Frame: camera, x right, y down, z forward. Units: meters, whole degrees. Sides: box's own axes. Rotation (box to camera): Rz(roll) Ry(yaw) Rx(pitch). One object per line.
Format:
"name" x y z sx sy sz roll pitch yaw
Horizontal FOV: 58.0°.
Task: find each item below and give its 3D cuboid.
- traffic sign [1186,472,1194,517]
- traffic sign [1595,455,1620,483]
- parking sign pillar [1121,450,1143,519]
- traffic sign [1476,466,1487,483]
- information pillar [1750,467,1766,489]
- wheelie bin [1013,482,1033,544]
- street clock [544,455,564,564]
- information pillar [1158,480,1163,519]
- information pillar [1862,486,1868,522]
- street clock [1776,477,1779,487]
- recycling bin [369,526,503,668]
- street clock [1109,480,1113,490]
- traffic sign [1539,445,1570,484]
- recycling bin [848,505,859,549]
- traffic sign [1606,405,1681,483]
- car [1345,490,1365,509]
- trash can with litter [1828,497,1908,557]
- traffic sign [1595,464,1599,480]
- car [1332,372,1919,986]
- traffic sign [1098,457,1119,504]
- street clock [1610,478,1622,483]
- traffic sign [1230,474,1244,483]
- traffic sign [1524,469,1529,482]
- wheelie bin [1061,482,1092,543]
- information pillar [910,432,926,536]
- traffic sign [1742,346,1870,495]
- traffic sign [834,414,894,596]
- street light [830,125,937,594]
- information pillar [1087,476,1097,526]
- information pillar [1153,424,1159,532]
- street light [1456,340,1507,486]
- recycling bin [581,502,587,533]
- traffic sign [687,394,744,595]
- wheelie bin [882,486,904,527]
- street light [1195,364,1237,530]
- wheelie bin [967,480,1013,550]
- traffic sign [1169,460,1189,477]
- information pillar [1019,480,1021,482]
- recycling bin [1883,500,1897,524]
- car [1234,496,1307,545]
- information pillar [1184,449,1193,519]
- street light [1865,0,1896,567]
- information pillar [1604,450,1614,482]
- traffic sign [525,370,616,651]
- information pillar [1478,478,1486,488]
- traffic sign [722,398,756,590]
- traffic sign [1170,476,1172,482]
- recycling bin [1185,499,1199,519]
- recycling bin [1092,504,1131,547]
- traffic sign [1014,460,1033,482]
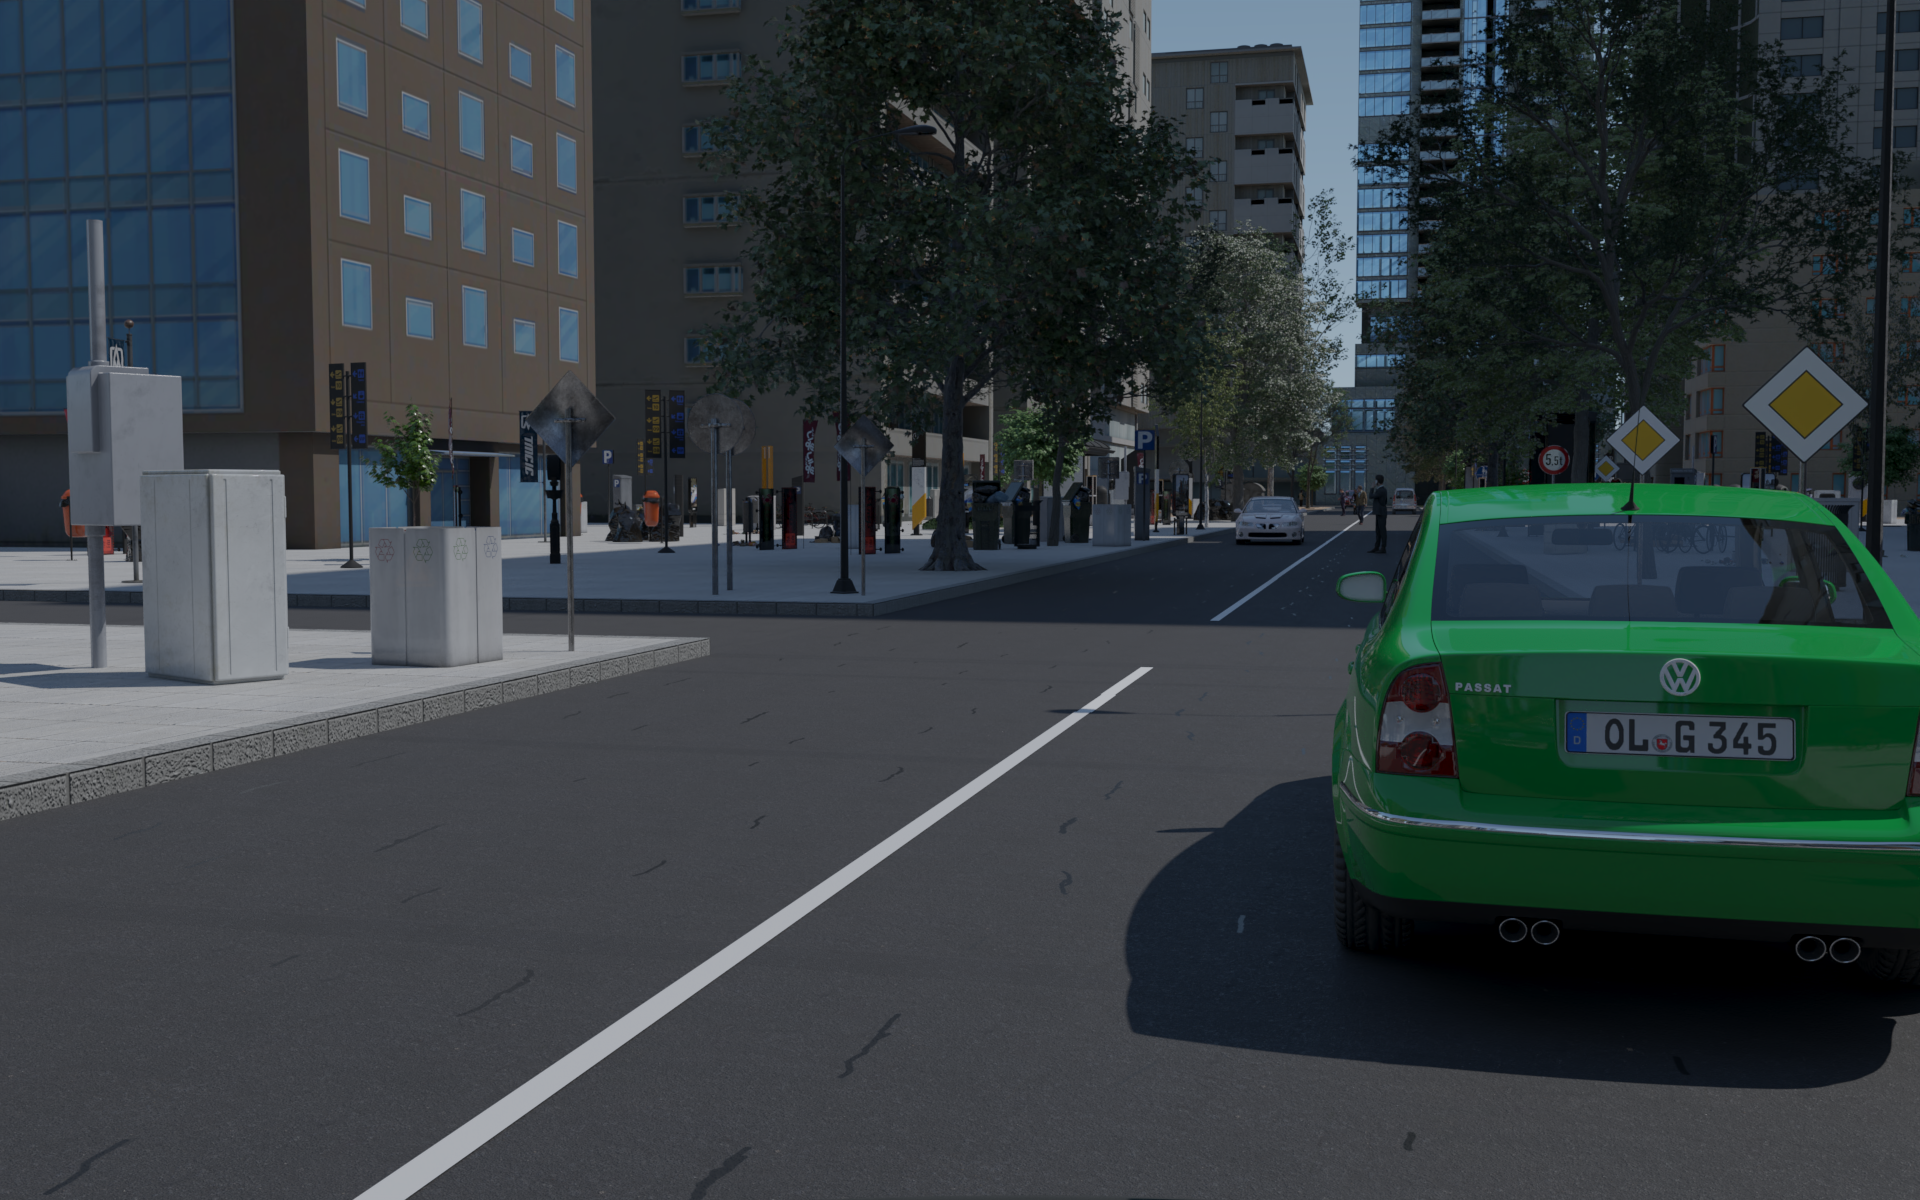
"traffic sign" 11.728 -5.475 89.620 0.768 2.556 0.104 1 4 17
"traffic sign" 19.195 -3.079 51.525 0.795 2.450 0.064 1 4 16
"parking sign pillar" 9.069 -6.242 90.534 1.447 3.967 1.447 1 4 13
"traffic sign" 23.684 -4.779 78.241 0.768 2.556 0.104 1 4 16
"information pillar" 21.851 -2.630 47.489 0.304 2.012 0.304 -3 5 -41
"wheelie bin" 1.464 -2.246 44.638 0.693 1.594 0.980 -2 4 -28
"street clock" -7.454 -1.668 31.840 0.358 2.002 0.471 -1 4 -9
"information pillar" 10.234 -5.162 88.883 0.304 2.012 0.304 -1 4 -11
"information pillar" 41.576 -5.384 79.376 0.183 3.616 0.504 -3 5 -43
"street clock" 33.088 -4.041 70.635 0.358 2.002 0.471 -3 4 -36
"recycling bin" -3.984 -0.039 13.195 0.722 1.027 0.722 1 4 21
"street clock" 7.669 -5.120 88.274 0.358 2.002 0.471 2 4 26
"traffic sign" 15.489 -2.759 45.215 0.768 2.556 0.104 1 4 18
"recycling bin" -2.405 -1.728 40.811 0.722 1.027 0.722 0 4 5
"traffic sign" 7.693 -0.974 19.567 0.795 2.450 0.064 1 4 14
"car" 37.327 -9.510 164.162 2.281 1.827 5.304 1 4 12
"trash can with litter" 18.335 -1.514 35.806 1.678 1.210 2.233 -3 5 -42
"traffic sign" 25.957 -4.358 71.366 0.768 2.556 0.104 1 4 16
"car" 2.395 0.137 6.561 1.959 1.807 4.718 1 4 15
"traffic sign" 4.097 -2.796 47.850 0.606 2.300 0.079 1 4 20
"street clock" 29.777 -4.529 78.616 0.471 2.002 0.358 3 4 38
"traffic sign" 14.521 -5.558 90.985 0.768 2.556 0.104 1 4 19
"traffic sign" 28.572 -5.354 87.641 0.768 2.556 0.104 1 4 23
"wheelie bin" 3.080 -2.303 45.563 0.693 1.594 0.980 -1 4 -17
"information pillar" -1.277 -3.798 53.457 0.504 3.616 0.183 2 4 32
"traffic sign" 5.740 -0.500 11.824 0.795 2.450 0.064 1 4 14
"traffic sign" -1.218 -1.112 21.827 0.795 2.450 0.064 1 4 14
"street light" -0.971 -3.029 22.071 1.470 5.913 1.316 1 4 14
"information pillar" 5.253 -3.958 69.199 0.304 2.012 0.304 2 4 34
"information pillar" 6.579 -4.071 57.921 0.183 3.616 0.504 0 4 -1
"street light" 15.758 -4.853 51.892 1.470 5.913 1.316 1 4 14
"recycling bin" -12.779 -2.723 57.076 0.722 1.027 0.722 2 4 24
"traffic sign" -3.116 -1.338 21.981 0.768 2.556 0.104 1 4 15
"wheelie bin" -2.581 -3.648 67.546 0.980 1.594 0.693 -3 5 -44
"street light" 9.212 -5.487 62.247 1.470 5.913 1.316 1 4 14
"wheelie bin" 0.632 -1.948 39.752 0.980 1.594 0.693 0 4 6
"traffic sign" 8.055 -3.900 63.875 0.768 2.556 0.104 1 4 19
"information pillar" 2.831 -5.508 81.412 0.183 3.616 0.504 -1 4 -13
"recycling bin" 40.031 -3.815 74.929 0.722 1.027 0.722 -3 5 -43
"car" 9.054 -2.326 50.395 2.083 1.381 4.827 1 4 13
"information pillar" 11.694 -5.955 88.723 0.504 3.616 0.183 -2 4 -26
"street light" 5.691 -2.400 11.788 1.470 5.913 1.316 1 4 14
"information pillar" 32.362 -5.812 86.381 0.504 3.616 0.183 2 4 35
"traffic sign" -3.171 -0.639 14.084 0.795 2.450 0.064 1 4 14
"information pillar" 23.411 -4.479 77.727 0.304 2.012 0.304 1 4 11
"traffic sign" -3.072 -1.403 23.037 0.768 2.556 0.104 1 4 20
"traffic sign" 11.867 -5.796 94.868 0.768 2.556 0.104 1 4 22
"recycling bin" 12.052 -4.760 90.384 0.722 1.027 0.722 3 5 41
"recycling bin" 3.732 -1.836 42.568 0.722 1.027 0.722 3 4 38
"traffic sign" 1.894 -3.051 52.019 0.606 2.300 0.079 1 4 20
